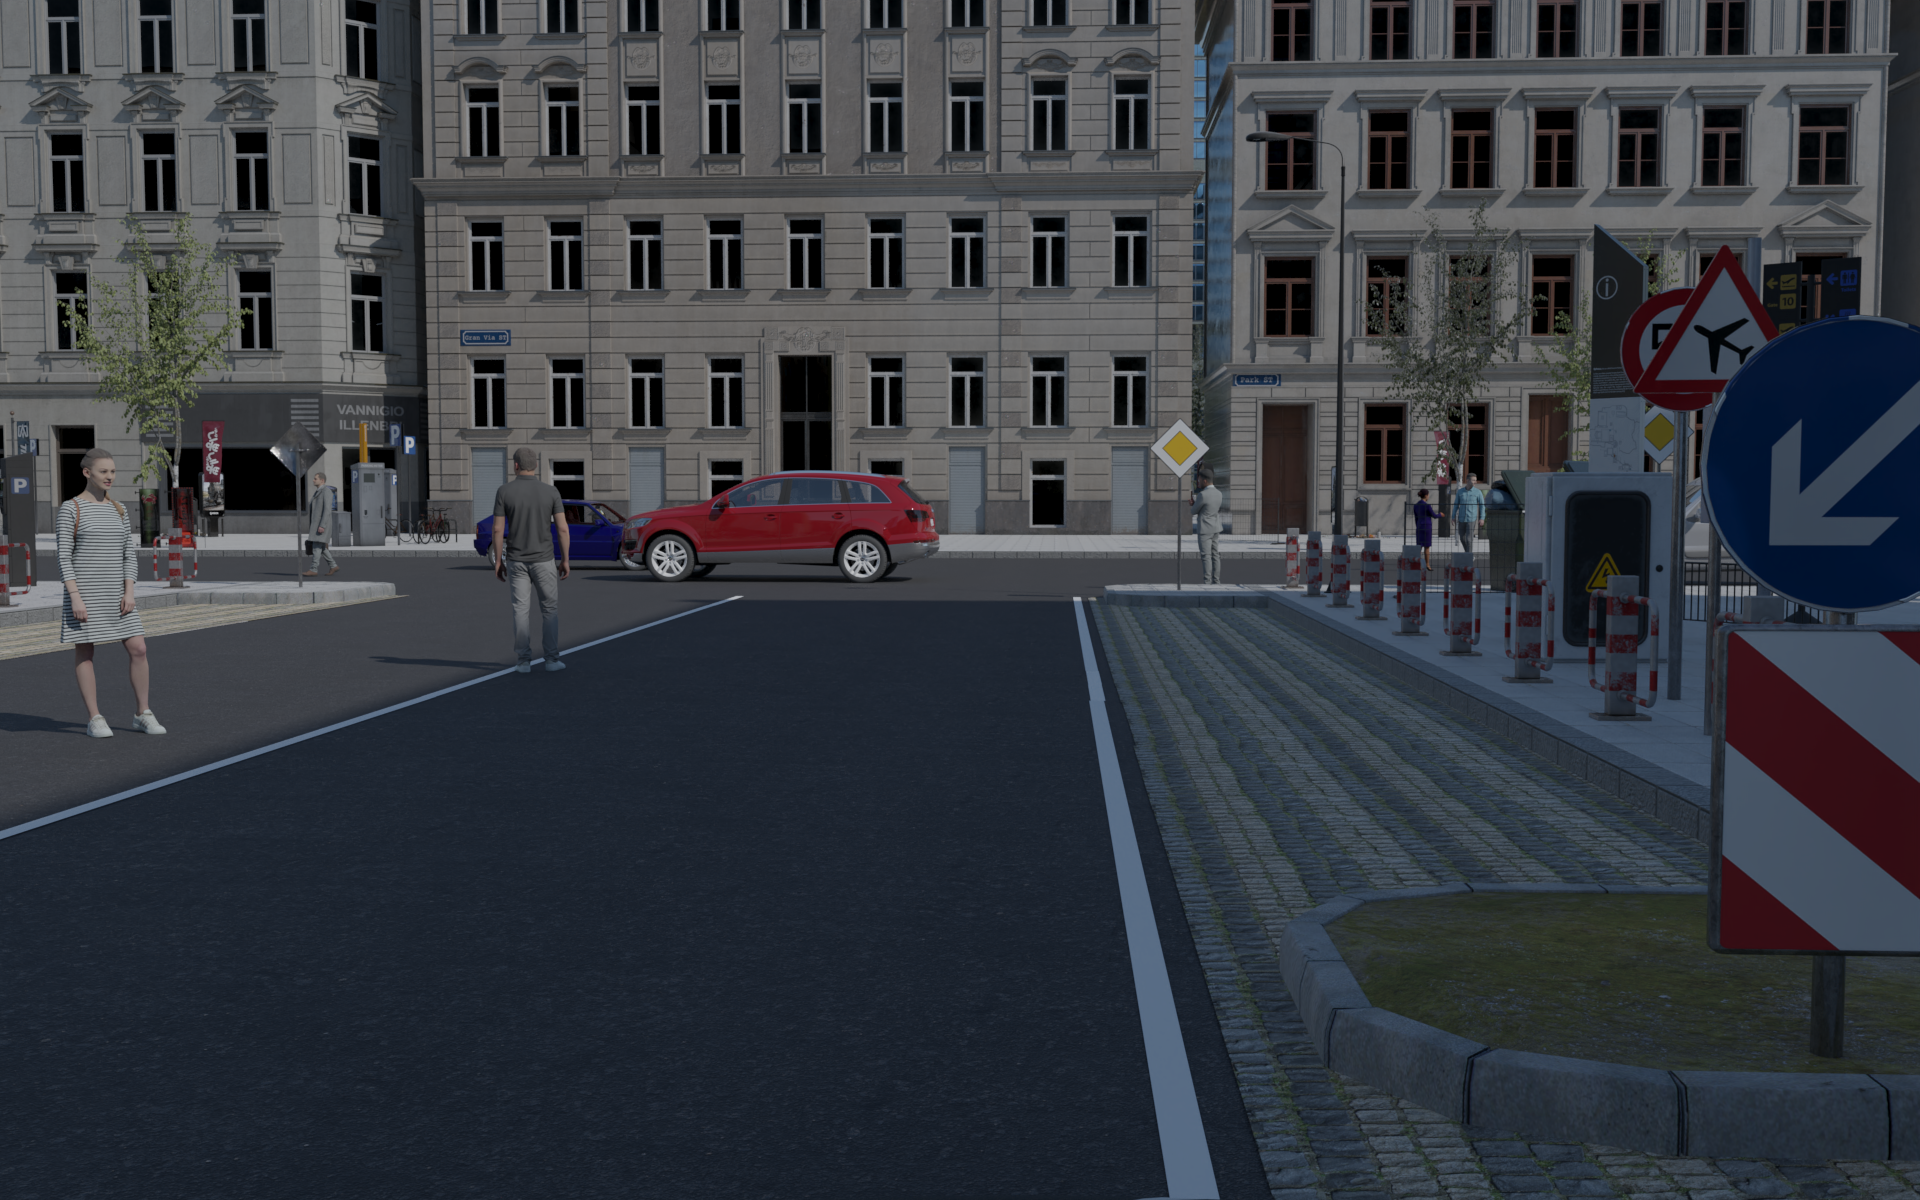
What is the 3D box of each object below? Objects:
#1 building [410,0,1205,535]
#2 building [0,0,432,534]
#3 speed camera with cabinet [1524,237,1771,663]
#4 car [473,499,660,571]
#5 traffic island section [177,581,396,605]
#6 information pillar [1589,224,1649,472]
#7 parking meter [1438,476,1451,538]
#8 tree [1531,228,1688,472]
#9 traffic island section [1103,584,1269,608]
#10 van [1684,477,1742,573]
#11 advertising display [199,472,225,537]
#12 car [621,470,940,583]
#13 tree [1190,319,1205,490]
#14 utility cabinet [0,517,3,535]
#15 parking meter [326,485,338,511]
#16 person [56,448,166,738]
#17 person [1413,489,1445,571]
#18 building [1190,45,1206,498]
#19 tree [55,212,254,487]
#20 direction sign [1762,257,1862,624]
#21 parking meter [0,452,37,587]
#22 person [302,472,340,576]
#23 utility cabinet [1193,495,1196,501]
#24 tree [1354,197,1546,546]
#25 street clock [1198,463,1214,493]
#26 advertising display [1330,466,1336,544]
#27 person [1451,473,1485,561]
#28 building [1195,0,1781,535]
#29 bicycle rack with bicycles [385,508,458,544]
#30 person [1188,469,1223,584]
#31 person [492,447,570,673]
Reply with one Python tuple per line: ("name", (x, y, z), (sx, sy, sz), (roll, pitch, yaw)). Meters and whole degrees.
("building", (-4.550, -16.030, 59.356), (25.104, 27.353, 12.463), (0, 4, 3))
("building", (-38.996, -17.548, 63.332), (44.131, 29.872, 17.030), (0, 4, 3))
("speed camera with cabinet", (5.448, -1.159, 13.287), (2.038, 3.252, 0.660), (0, 4, 1))
("car", (-7.205, -1.260, 33.175), (3.894, 1.354, 1.945), (0, 4, 3))
("traffic island section", (-9.080, -0.093, 23.798), (2.009, 0.180, 2.903), (0, 4, 3))
("information pillar", (5.657, -1.443, 14.955), (0.183, 3.616, 0.504), (-3, 4, -38))
("parking meter", (14.267, -2.769, 50.980), (0.255, 1.863, 0.399), (3, 4, 39))
("tree", (18.385, -6.009, 48.609), (4.737, 8.622, 4.395), (0, 3, 0))
("traffic island section", (2.943, -0.052, 23.131), (2.009, 0.180, 2.903), (0, 4, 3))
("van", (11.845, -1.217, 26.914), (4.112, 2.044, 2.013), (0, 4, 4))
("advertising display", (-22.285, -2.838, 51.611), (0.123, 1.923, 0.974), (1, 4, 15))
("car", (-2.992, -1.236, 28.875), (5.304, 1.827, 2.281), (0, 4, 4))
("tree", (9.564, -7.520, 73.307), (4.360, 8.622, 3.978), (0, 3, 0))
("utility cabinet", (-26.237, -2.341, 46.949), (0.318, 1.500, 1.173), (0, 4, 6))
("parking meter", (-18.453, -2.593, 50.810), (0.372, 1.533, 0.369), (0, 3, 0))
("person", (-5.086, -0.046, 10.250), (0.522, 1.701, 0.512), (2, 4, 32))
("person", (8.694, -1.306, 32.227), (0.453, 1.535, 0.546), (3, 4, 37))
("building", (40.599, -55.523, 220.465), (31.000, 86.520, 22.319), (0, 4, 3))
("tree", (-20.472, -5.755, 44.455), (4.737, 8.622, 4.395), (0, 3, 0))
("direction sign", (8.256, -1.523, 16.891), (0.876, 3.537, 0.379), (3, 5, 41))
("parking meter", (-13.051, -1.117, 23.979), (0.399, 1.863, 0.255), (-3, 5, -44))
("person", (-11.198, -1.324, 30.246), (0.767, 1.812, 0.694), (-3, 4, -37))
("utility cabinet", (13.821, -5.689, 104.173), (0.306, 1.237, 1.020), (-1, 4, -19))
("tree", (12.086, -5.641, 42.600), (4.360, 8.622, 3.978), (0, 3, 0))
("street clock", (5.722, -2.188, 40.340), (0.358, 2.002, 0.471), (-1, 4, -12))
("advertising display", (8.611, -2.108, 39.687), (0.123, 1.923, 0.974), (0, 4, 5))
("person", (10.092, -1.582, 34.224), (0.638, 1.841, 0.748), (3, 5, 44))
("building", (18.536, -13.575, 58.105), (21.152, 22.565, 11.583), (0, 4, 3))
("bicycle rack with bicycles", (-14.272, -1.961, 45.438), (2.852, 0.926, 2.925), (1, 4, 17))
("person", (3.604, -1.032, 25.551), (0.466, 1.800, 0.511), (2, 4, 29))
("person", (-3.464, -0.330, 14.023), (0.598, 1.807, 0.434), (0, 4, -6))
